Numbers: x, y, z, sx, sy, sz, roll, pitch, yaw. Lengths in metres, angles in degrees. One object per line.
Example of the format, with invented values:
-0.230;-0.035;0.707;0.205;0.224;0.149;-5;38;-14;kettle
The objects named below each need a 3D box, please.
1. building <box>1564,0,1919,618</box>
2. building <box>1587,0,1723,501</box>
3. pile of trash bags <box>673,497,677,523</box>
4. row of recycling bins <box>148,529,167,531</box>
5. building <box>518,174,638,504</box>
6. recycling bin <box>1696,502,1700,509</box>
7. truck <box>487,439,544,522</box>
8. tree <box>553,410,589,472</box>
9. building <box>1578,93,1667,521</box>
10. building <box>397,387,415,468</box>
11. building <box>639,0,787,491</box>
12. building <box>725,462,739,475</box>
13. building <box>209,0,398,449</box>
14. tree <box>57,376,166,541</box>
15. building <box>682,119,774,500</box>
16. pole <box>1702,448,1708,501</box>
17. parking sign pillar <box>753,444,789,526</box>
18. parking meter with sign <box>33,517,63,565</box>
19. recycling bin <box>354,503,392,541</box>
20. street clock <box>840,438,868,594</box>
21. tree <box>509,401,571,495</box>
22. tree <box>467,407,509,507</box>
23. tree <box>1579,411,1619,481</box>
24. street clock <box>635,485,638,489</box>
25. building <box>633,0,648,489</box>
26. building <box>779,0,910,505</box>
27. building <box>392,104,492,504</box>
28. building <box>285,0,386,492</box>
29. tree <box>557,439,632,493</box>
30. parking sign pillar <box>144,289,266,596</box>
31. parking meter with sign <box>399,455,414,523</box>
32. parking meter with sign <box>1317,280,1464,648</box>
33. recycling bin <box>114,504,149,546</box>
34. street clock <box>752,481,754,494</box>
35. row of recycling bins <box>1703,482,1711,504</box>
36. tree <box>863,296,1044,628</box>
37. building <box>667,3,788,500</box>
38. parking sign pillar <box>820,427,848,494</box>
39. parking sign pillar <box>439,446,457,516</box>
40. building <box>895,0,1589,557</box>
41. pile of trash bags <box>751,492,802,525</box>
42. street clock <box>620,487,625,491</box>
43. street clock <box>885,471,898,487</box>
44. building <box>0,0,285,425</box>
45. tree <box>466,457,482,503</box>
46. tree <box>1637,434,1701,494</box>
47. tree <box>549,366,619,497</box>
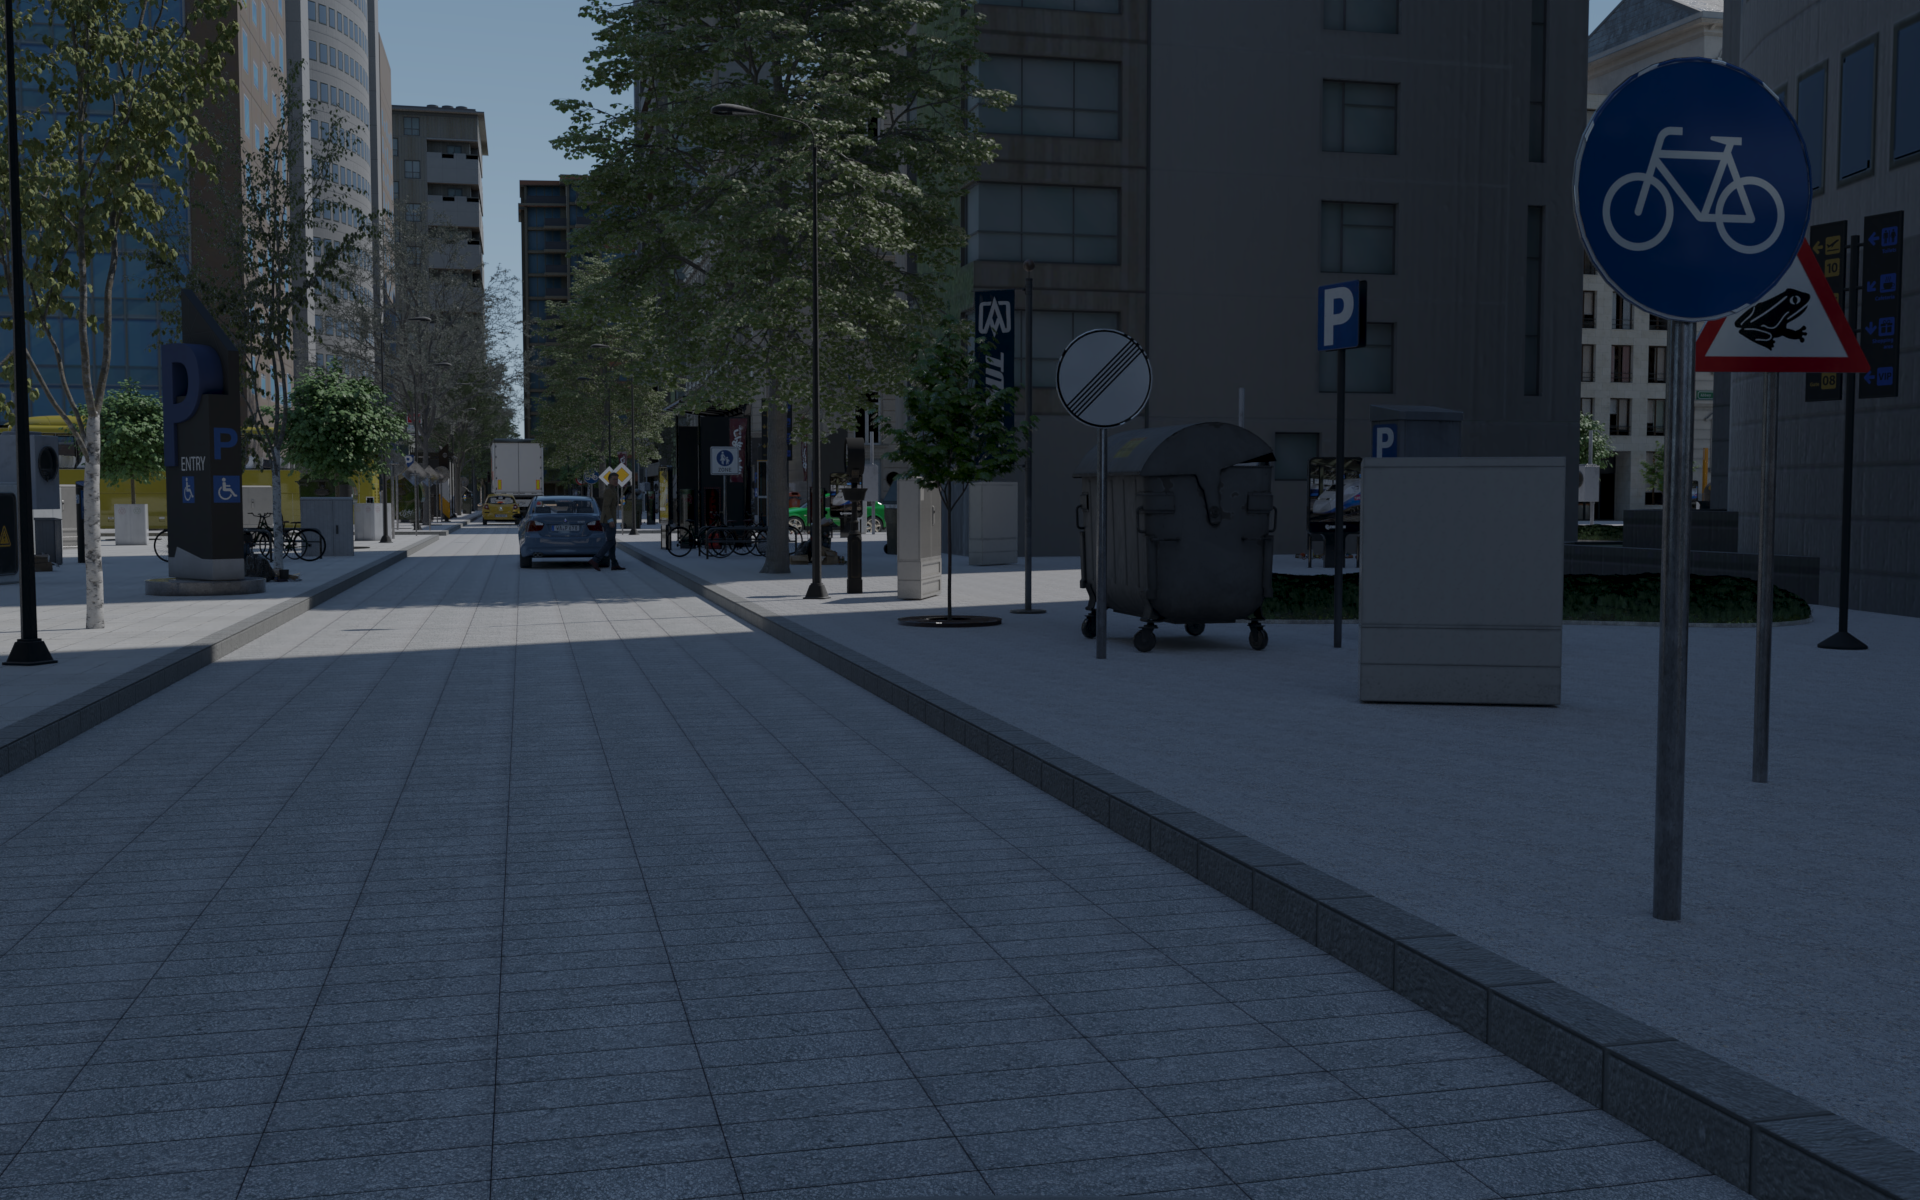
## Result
20.574;-28.953;15.379;21.231;58.520;28.212;-1;4;-14;building
44.296;-18.557;90.792;23.554;28.519;14.401;-1;4;-14;building
-11.779;-4.089;76.600;1.912;1.369;3.447;-1;4;-17;pile of trash bags
-28.074;-3.358;62.010;1.069;1.692;3.534;1;4;12;row of recycling bins
-46.730;-35.554;235.930;28.867;44.769;22.147;-1;4;-14;building
24.326;-2.666;56.150;0.722;1.027;0.722;3;4;38;recycling bin
-23.943;-6.384;93.289;2.839;4.237;11.283;-1;4;-16;truck
-30.833;-11.638;140.647;4.360;8.622;3.978;0;3;0;tree
24.989;-14.081;84.974;16.860;20.320;10.420;-1;4;-14;building
-74.446;-53.112;181.054;31.000;86.520;22.319;-1;4;-14;building
-19.069;-33.175;166.111;21.300;48.544;21.600;-1;4;-14;building
-24.452;-28.527;238.121;14.107;30.474;14.160;-1;4;-14;building
-61.346;-31.449;164.297;14.600;45.320;14.200;-1;4;-14;building
-23.128;-3.941;48.143;4.285;4.588;4.351;0;3;0;tree
-8.754;-20.880;117.808;17.030;29.872;44.131;-1;4;-14;building
32.967;-5.066;76.670;0.158;3.312;0.155;0;3;0;pole
-7.347;-4.836;67.546;1.447;3.967;1.447;-2;4;-30;parking sign pillar
-17.124;-2.131;31.103;1.738;3.016;0.543;0;4;-8;parking meter with sign
-16.197;-2.154;47.777;0.722;1.027;0.722;2;4;25;recycling bin
-1.360;-1.085;22.309;0.358;2.002;0.471;-1;4;-10;street clock
-44.029;-16.332;192.788;9.928;11.665;9.643;0;3;0;tree
-55.657;-16.909;202.211;9.928;11.665;9.643;0;3;0;tree
20.564;-4.586;58.694;4.285;4.588;4.351;0;3;0;tree
-25.499;-8.015;135.608;0.471;2.002;0.358;-2;4;-24;street clock
-24.959;-39.631;189.962;21.231;58.520;28.212;-1;4;-14;building
4.653;-17.268;79.602;25.104;27.353;12.463;-1;4;-14;building
-75.272;-39.368;232.911;27.495;52.752;28.713;-1;4;-14;building
-59.501;-36.687;141.836;21.231;58.520;28.212;-1;4;-14;building
-19.241;-6.703;93.308;4.285;4.588;4.351;0;3;0;tree
-9.769;-2.071;22.333;1.447;3.967;1.447;3;5;42;parking sign pillar
-24.989;-4.987;77.800;0.543;3.016;1.738;-2;4;-31;parking meter with sign
3.902;-1.130;14.729;1.738;3.016;0.543;-2;4;-25;parking meter with sign
-20.832;-1.896;43.557;0.722;1.027;0.722;-1;4;-22;recycling bin
-10.880;-5.379;92.521;0.358;2.002;0.471;3;5;44;street clock
22.509;-2.559;48.946;1.069;1.692;3.534;-1;4;-23;row of recycling bins
-0.208;-1.367;16.947;1.663;3.219;1.824;0;3;0;tree
-17.876;-28.402;147.964;14.154;41.232;14.086;-1;4;-14;building
-4.850;-4.650;64.502;1.447;3.967;1.447;-2;4;-24;parking sign pillar
-28.787;-6.605;96.457;1.447;3.967;1.447;-3;5;-40;parking sign pillar
5.406;-21.927;42.098;14.154;41.232;14.086;-1;4;-14;building
-8.104;-3.709;70.389;3.447;1.369;1.912;-2;4;-24;pile of trash bags
-25.472;-7.813;132.314;0.358;2.002;0.471;3;5;44;street clock
-2.134;-3.107;55.370;0.471;2.002;0.358;-1;4;-9;street clock
-35.810;-25.721;70.652;14.600;45.320;14.200;-1;4;-14;building
-54.304;-14.975;195.206;4.737;8.622;4.395;0;3;0;tree
21.594;-3.585;53.212;1.663;3.219;1.824;0;3;0;tree
-21.166;-9.043;98.221;4.737;8.622;4.395;0;3;0;tree
